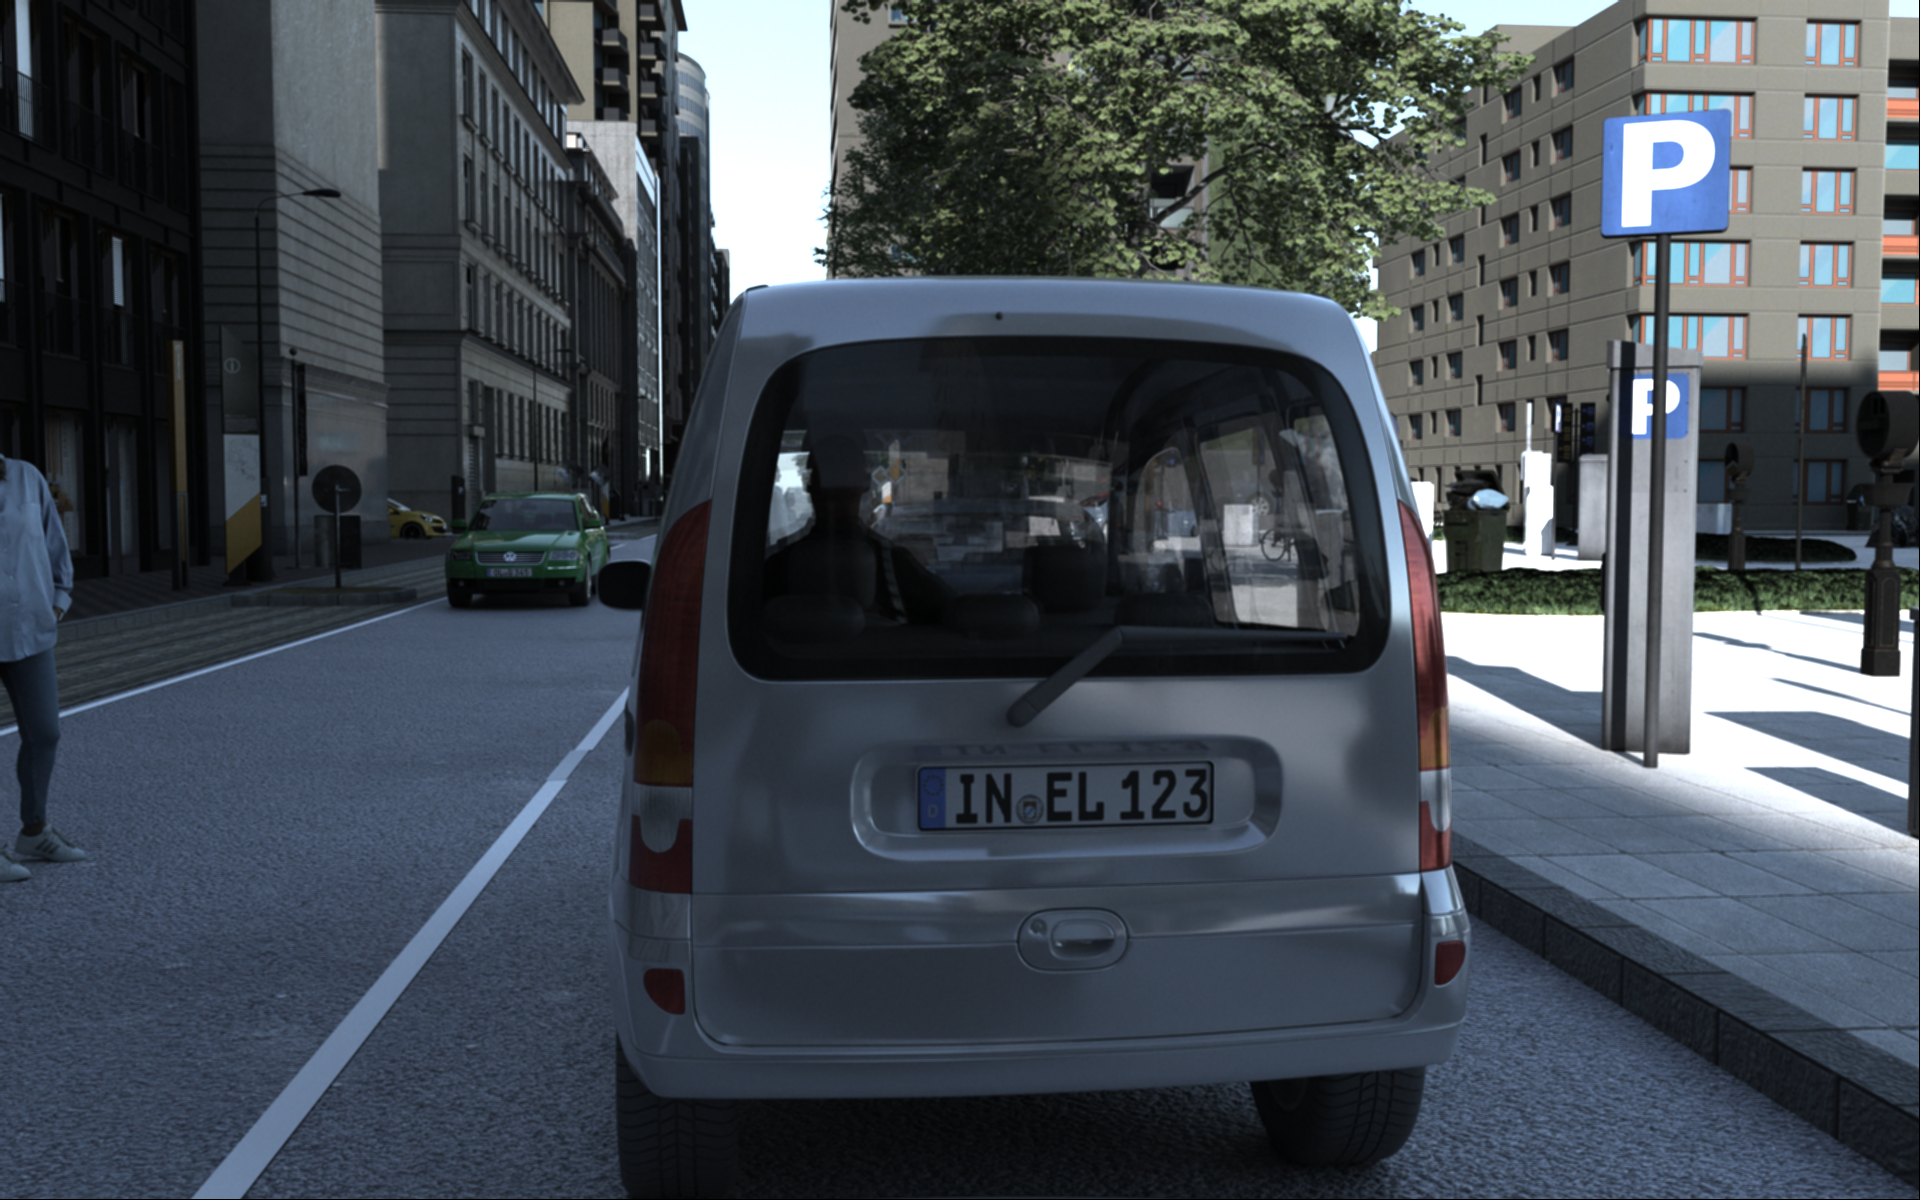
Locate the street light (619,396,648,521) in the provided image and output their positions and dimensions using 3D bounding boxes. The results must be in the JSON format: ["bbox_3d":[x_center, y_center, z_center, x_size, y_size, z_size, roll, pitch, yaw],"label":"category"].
[{"bbox_3d":[-15.477,-6.701,82.100,1.470,5.913,1.316,0,4,-6],"label":"street light"}]

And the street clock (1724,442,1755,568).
[{"bbox_3d":[10.912,-1.207,24.299,0.358,2.002,0.471,0,4,1],"label":"street clock"}]

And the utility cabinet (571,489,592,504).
[{"bbox_3d":[-15.680,-3.857,71.737,0.318,1.500,1.173,1,4,19],"label":"utility cabinet"}]

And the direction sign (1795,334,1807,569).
[{"bbox_3d":[12.098,-2.013,24.913,0.379,3.537,0.876,2,4,27],"label":"direction sign"}]

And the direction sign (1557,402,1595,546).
[{"bbox_3d":[15.288,-3.122,43.043,0.876,3.537,0.379,2,4,26],"label":"direction sign"}]

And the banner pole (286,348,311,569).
[{"bbox_3d":[-11.270,-2.419,29.567,0.401,3.779,0.863,-3,4,-37],"label":"banner pole"}]

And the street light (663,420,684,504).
[{"bbox_3d":[-18.039,-8.332,108.761,1.470,5.913,1.316,0,4,-6],"label":"street light"}]

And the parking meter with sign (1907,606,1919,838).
[{"bbox_3d":[4.419,-0.611,6.244,1.738,3.016,0.543,0,4,-1],"label":"parking meter with sign"}]

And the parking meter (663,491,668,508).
[{"bbox_3d":[-22.031,-7.413,129.616,0.372,1.533,0.369,0,3,0],"label":"parking meter"}]

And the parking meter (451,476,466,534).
[{"bbox_3d":[-15.960,-3.023,55.134,0.255,1.863,0.399,2,4,30],"label":"parking meter"}]

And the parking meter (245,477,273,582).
[{"bbox_3d":[-10.312,-1.041,25.431,0.372,1.533,0.369,0,3,0],"label":"parking meter"}]

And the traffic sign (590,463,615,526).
[{"bbox_3d":[-11.484,-3.179,55.618,0.795,2.450,0.064,0,4,-6],"label":"traffic sign"}]

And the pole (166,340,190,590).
[{"bbox_3d":[-10.435,-1.790,23.108,0.158,3.312,0.155,0,3,0],"label":"pole"}]

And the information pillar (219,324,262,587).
[{"bbox_3d":[-10.034,-2.005,24.136,0.504,3.616,0.183,-3,4,-37],"label":"information pillar"}]

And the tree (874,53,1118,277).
[{"bbox_3d":[0.851,-4.724,27.603,4.737,8.622,4.395,0,3,0],"label":"tree"}]

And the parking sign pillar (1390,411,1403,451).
[{"bbox_3d":[9.616,-3.168,40.263,1.447,3.967,1.447,-1,4,-19],"label":"parking sign pillar"}]

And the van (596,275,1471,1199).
[{"bbox_3d":[-0.065,0.124,4.976,2.013,2.044,4.112,0,4,-7],"label":"van"}]

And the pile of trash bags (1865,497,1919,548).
[{"bbox_3d":[23.581,-1.975,42.037,3.447,1.369,1.912,-3,4,-38],"label":"pile of trash bags"}]

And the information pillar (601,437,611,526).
[{"bbox_3d":[-14.442,-4.844,70.560,0.183,3.616,0.504,1,4,14],"label":"information pillar"}]

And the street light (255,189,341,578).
[{"bbox_3d":[-10.112,-3.297,26.447,1.470,5.913,1.316,0,4,-6],"label":"street light"}]

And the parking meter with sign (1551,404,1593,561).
[{"bbox_3d":[12.247,-2.257,33.164,1.738,3.016,0.543,2,4,29],"label":"parking meter with sign"}]

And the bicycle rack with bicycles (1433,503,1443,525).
[{"bbox_3d":[17.748,-3.275,66.927,2.925,0.926,2.852,2,4,30],"label":"bicycle rack with bicycles"}]

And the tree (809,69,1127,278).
[{"bbox_3d":[0.197,-7.096,41.782,9.928,11.665,9.643,0,3,0],"label":"tree"}]

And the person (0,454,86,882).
[{"bbox_3d":[-3.608,0.140,6.472,0.793,1.790,0.793,0,4,3],"label":"person"}]

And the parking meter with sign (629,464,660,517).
[{"bbox_3d":[-17.981,-6.269,98.763,1.738,3.016,0.543,-3,5,-39],"label":"parking meter with sign"}]

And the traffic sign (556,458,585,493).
[{"bbox_3d":[-10.711,-2.693,47.671,0.795,2.450,0.064,0,4,-6],"label":"traffic sign"}]

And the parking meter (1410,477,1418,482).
[{"bbox_3d":[15.042,-3.181,57.725,0.399,1.863,0.255,-1,4,-18],"label":"parking meter"}]

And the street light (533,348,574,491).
[{"bbox_3d":[-13.012,-5.063,55.323,1.470,5.913,1.316,0,4,-6],"label":"street light"}]

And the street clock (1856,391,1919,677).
[{"bbox_3d":[6.513,-0.467,12.199,0.358,2.002,0.471,0,4,1],"label":"street clock"}]

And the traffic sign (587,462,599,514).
[{"bbox_3d":[-14.865,-4.349,71.117,0.884,2.594,0.081,0,4,-3],"label":"traffic sign"}]

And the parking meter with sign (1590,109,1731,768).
[{"bbox_3d":[3.547,-0.767,8.808,0.543,3.016,1.738,1,4,22],"label":"parking meter with sign"}]

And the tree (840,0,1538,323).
[{"bbox_3d":[2.002,-6.100,17.858,7.486,12.596,7.792,0,3,0],"label":"tree"}]
